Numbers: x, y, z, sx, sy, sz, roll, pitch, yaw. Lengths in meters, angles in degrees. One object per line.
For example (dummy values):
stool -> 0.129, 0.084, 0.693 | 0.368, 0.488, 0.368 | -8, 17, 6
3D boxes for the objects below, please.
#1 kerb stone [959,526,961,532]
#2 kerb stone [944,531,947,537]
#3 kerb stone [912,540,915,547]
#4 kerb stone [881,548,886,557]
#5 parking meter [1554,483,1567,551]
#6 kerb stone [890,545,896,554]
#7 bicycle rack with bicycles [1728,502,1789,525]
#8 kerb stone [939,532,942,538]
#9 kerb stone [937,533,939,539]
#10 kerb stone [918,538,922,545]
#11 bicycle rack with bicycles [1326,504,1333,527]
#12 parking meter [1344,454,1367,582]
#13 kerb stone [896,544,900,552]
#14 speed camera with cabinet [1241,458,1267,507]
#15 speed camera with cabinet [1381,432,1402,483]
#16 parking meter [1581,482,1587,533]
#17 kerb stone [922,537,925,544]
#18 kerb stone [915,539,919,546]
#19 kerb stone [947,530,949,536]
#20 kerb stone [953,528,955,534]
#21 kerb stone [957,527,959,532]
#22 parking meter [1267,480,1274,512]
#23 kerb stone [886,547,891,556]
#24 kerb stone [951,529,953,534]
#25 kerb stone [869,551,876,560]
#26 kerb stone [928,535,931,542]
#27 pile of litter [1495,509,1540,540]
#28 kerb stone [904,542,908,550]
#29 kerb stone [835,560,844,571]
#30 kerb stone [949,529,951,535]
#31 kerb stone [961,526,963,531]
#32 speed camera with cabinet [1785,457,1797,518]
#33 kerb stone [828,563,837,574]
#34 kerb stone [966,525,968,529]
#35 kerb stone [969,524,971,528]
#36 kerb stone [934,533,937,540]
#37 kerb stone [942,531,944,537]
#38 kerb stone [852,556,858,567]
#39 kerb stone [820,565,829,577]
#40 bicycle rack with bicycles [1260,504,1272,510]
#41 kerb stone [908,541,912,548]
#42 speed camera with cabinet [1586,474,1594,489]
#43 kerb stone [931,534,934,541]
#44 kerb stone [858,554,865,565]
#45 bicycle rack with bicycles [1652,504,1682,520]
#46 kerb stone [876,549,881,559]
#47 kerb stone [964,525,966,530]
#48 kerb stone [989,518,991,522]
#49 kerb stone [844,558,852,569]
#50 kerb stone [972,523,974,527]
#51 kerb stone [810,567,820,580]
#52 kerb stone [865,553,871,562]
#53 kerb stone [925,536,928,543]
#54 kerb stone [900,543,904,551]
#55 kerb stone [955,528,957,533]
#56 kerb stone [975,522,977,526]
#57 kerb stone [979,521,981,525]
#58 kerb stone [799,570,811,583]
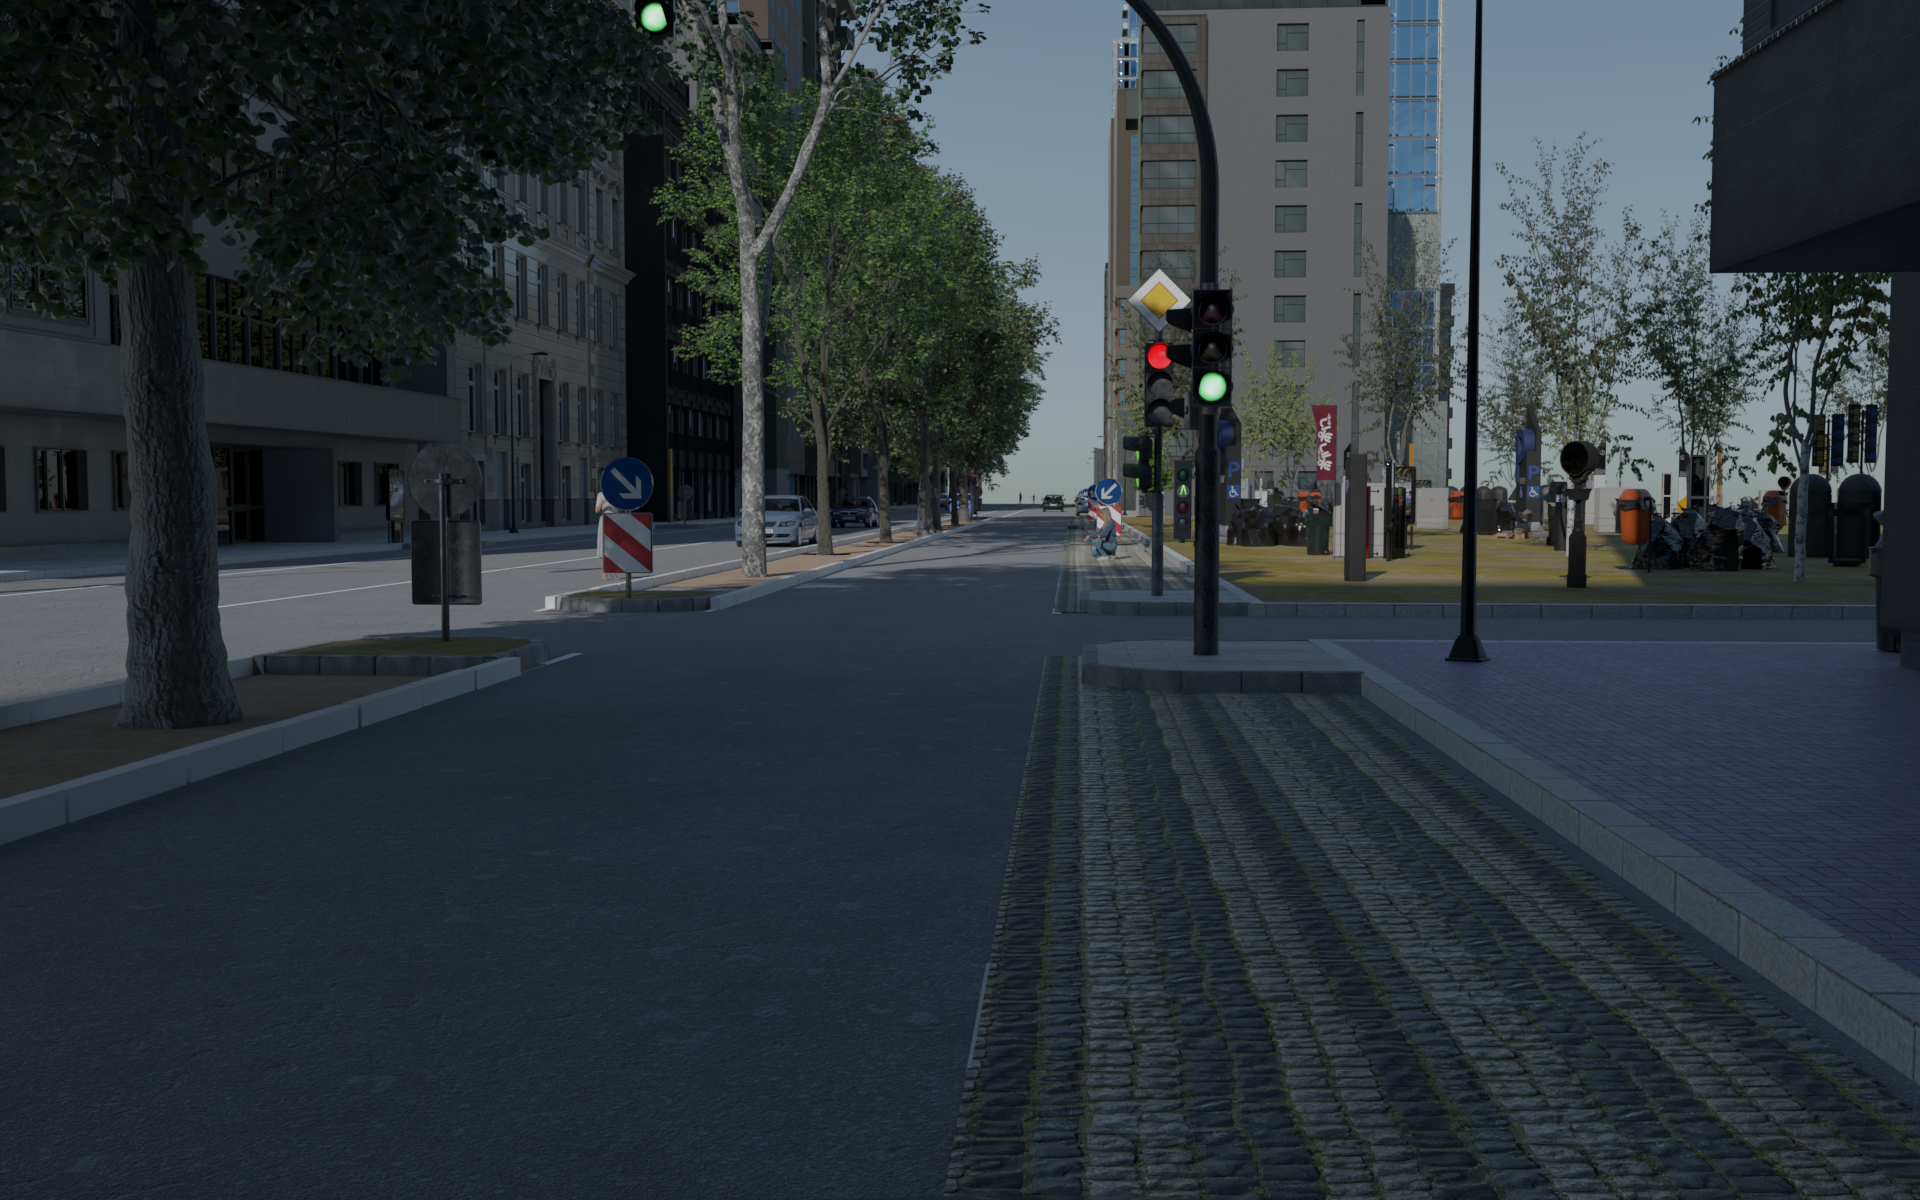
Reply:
kerb stone -> -0.156, -2.608, 64.844 | 0.120, 0.150, 1.000 | 0, 4, 4
kerb stone -> -0.622, -2.171, 57.692 | 0.120, 0.150, 1.000 | 0, 4, 4
kerb stone -> -1.378, -1.479, 46.460 | 0.120, 0.150, 1.000 | 0, 4, 4
kerb stone -> -1.851, -1.046, 39.301 | 0.120, 0.150, 1.000 | 0, 4, 4
parking meter -> 13.667, -1.885, 39.229 | 0.372, 1.533, 0.369 | 0, 3, 0
kerb stone -> -1.707, -1.171, 41.343 | 0.120, 0.150, 1.000 | 0, 4, 4
bicycle rack with bicycles -> 34.205, -3.588, 72.052 | 2.852, 0.926, 2.925 | -1, 4, -15
kerb stone -> -0.753, -2.046, 55.644 | 0.120, 0.150, 1.000 | 0, 4, 4
kerb stone -> -0.832, -1.980, 54.625 | 0.120, 0.150, 1.000 | 0, 4, 4
kerb stone -> -1.232, -1.609, 48.499 | 0.120, 0.150, 1.000 | 0, 4, 4
bicycle rack with bicycles -> 14.020, -3.084, 63.805 | 2.852, 0.926, 2.925 | -2, 4, -29
parking meter -> 5.818, -1.209, 25.473 | 0.255, 1.863, 0.399 | 0, 4, 0
kerb stone -> -1.644, -1.234, 42.363 | 0.120, 0.150, 1.000 | 0, 4, 4
speed camera with cabinet -> 16.398, -6.225, 96.114 | 2.038, 3.252, 0.660 | 1, 4, 23
speed camera with cabinet -> 13.923, -3.744, 55.554 | 0.660, 3.252, 2.038 | 1, 4, 20
parking meter -> 19.354, -2.963, 54.153 | 0.399, 1.863, 0.255 | 3, 5, 42
kerb stone -> -1.170, -1.671, 49.519 | 0.120, 0.150, 1.000 | 0, 4, 4
kerb stone -> -1.304, -1.541, 47.479 | 0.120, 0.150, 1.000 | 0, 4, 4
kerb stone -> -0.553, -2.222, 58.720 | 0.120, 0.150, 1.000 | 0, 4, 4
kerb stone -> -0.351, -2.421, 61.781 | 0.120, 0.150, 1.000 | 0, 4, 4
kerb stone -> -0.221, -2.546, 63.821 | 0.120, 0.150, 1.000 | 0, 4, 4
parking meter -> 13.152, -4.139, 73.379 | 0.255, 1.863, 0.399 | 1, 4, 18
kerb stone -> -1.778, -1.107, 40.320 | 0.120, 0.150, 1.000 | 0, 4, 4
kerb stone -> -0.428, -2.356, 60.762 | 0.120, 0.150, 1.000 | 0, 4, 4
kerb stone -> -1.980, -0.921, 37.258 | 0.120, 0.150, 1.000 | 0, 4, 4
kerb stone -> -1.039, -1.796, 51.558 | 0.120, 0.150, 1.000 | 0, 4, 4
pile of litter -> 15.964, -2.182, 49.633 | 1.176, 0.858, 1.719 | 0, 4, 6
kerb stone -> -1.510, -1.359, 44.407 | 0.120, 0.150, 1.000 | 0, 4, 4
kerb stone -> -2.324, -0.606, 32.149 | 0.120, 0.150, 1.000 | 0, 4, 4
kerb stone -> -0.497, -2.296, 59.740 | 0.120, 0.150, 1.000 | 0, 4, 4
kerb stone -> -0.086, -2.671, 65.867 | 0.120, 0.150, 1.000 | 0, 4, 4
speed camera with cabinet -> 44.969, -5.988, 92.239 | 2.038, 3.252, 0.660 | 1, 4, 18
kerb stone -> -2.385, -0.543, 31.118 | 0.120, 0.150, 1.000 | 0, 4, 4
kerb stone -> 0.109, -2.859, 68.943 | 0.120, 0.150, 1.000 | 0, 4, 4
kerb stone -> 0.249, -2.985, 71.003 | 0.120, 0.150, 1.000 | 0, 4, 4
kerb stone -> -0.899, -1.921, 53.597 | 0.120, 0.150, 1.000 | 0, 4, 4
kerb stone -> -0.699, -2.107, 56.666 | 0.120, 0.150, 1.000 | 0, 4, 4
kerb stone -> -2.182, -0.734, 34.199 | 0.120, 0.150, 1.000 | 0, 4, 4
kerb stone -> -2.452, -0.483, 30.098 | 0.120, 0.150, 1.000 | 0, 4, 4
bicycle rack with bicycles -> 10.807, -3.055, 63.324 | 2.925, 0.926, 2.852 | 1, 4, 22
kerb stone -> -1.436, -1.417, 45.434 | 0.120, 0.150, 1.000 | 0, 4, 4
speed camera with cabinet -> 34.567, -6.064, 93.486 | 0.660, 3.252, 2.038 | -1, 4, -12
kerb stone -> -0.968, -1.858, 52.578 | 0.120, 0.150, 1.000 | 0, 4, 4
kerb stone -> -2.114, -0.793, 35.219 | 0.120, 0.150, 1.000 | 0, 4, 4
bicycle rack with bicycles -> 25.081, -2.998, 62.398 | 2.852, 0.926, 2.925 | -1, 4, -15
kerb stone -> -1.913, -0.984, 38.281 | 0.120, 0.150, 1.000 | 0, 4, 4
kerb stone -> 0.049, -2.796, 67.918 | 0.120, 0.150, 1.000 | 0, 4, 4
kerb stone -> 1.332, -3.985, 87.355 | 0.120, 0.150, 1.000 | 0, 4, 4
kerb stone -> -2.245, -0.671, 33.169 | 0.120, 0.150, 1.000 | 0, 4, 4
kerb stone -> 0.388, -3.107, 73.046 | 0.120, 0.150, 1.000 | 0, 4, 4
kerb stone -> -2.525, -0.419, 29.078 | 0.120, 0.150, 1.000 | 0, 4, 4
kerb stone -> -2.043, -0.859, 36.238 | 0.120, 0.150, 1.000 | 0, 4, 4
kerb stone -> -1.102, -1.733, 50.538 | 0.120, 0.150, 1.000 | 0, 4, 4
kerb stone -> -1.579, -1.296, 43.387 | 0.120, 0.150, 1.000 | 0, 4, 4
kerb stone -> -0.285, -2.483, 62.801 | 0.120, 0.150, 1.000 | 0, 4, 4
kerb stone -> 0.522, -3.235, 75.085 | 0.120, 0.150, 1.000 | 0, 4, 4
kerb stone -> 0.726, -3.422, 78.152 | 0.120, 0.150, 1.000 | 0, 4, 4
kerb stone -> -2.588, -0.358, 28.050 | 0.120, 0.150, 1.000 | 0, 4, 4
